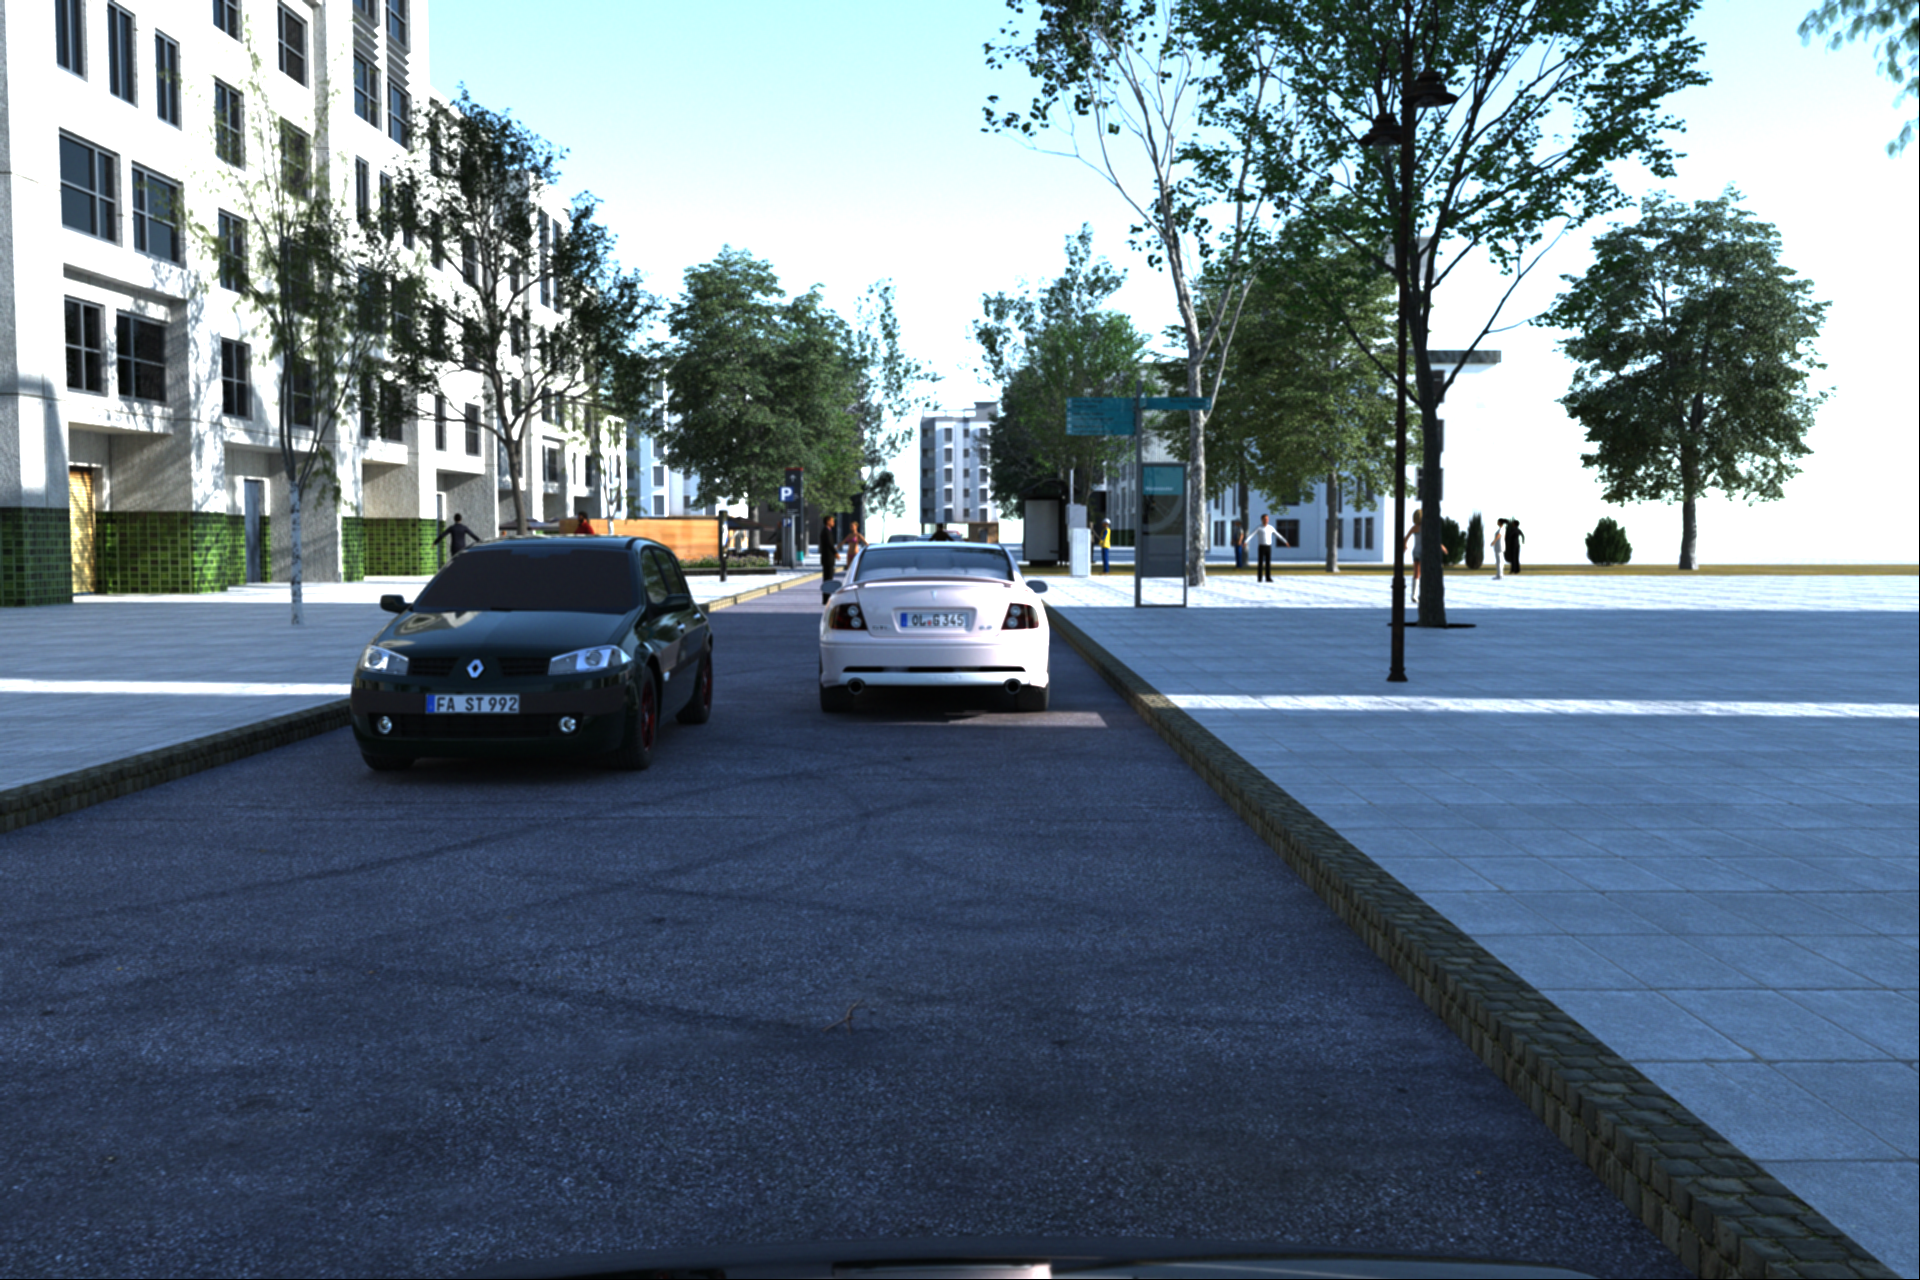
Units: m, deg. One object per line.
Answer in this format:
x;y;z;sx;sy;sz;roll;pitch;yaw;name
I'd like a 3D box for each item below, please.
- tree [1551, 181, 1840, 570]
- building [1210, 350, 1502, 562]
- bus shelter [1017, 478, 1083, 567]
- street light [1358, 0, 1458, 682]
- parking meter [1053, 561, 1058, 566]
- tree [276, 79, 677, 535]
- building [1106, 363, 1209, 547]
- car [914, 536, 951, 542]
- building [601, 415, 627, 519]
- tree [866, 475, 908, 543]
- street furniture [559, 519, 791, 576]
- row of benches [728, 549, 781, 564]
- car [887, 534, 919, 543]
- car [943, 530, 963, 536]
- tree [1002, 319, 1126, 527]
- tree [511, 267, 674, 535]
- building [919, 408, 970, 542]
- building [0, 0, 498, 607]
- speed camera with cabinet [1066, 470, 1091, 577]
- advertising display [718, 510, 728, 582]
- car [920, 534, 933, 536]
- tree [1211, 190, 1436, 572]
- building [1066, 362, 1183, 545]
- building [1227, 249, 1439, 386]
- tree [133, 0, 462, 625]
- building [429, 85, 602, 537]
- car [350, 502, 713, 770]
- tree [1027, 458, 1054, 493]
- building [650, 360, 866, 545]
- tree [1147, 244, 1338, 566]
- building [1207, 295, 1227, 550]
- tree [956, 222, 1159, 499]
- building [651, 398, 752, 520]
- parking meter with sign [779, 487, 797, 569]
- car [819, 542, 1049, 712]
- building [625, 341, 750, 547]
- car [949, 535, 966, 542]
26.236;-9.515;62.223;9.857;13.997;8.962;0;3;0;tree
19.984;-9.226;92.995;9.099;9.664;28.070;0;4;0;building
3.357;-4.389;65.688;2.014;3.302;5.546;0;4;-2;bus shelter
3.815;-2.578;14.935;0.468;5.910;1.993;0;4;0;street light
3.807;-3.957;70.402;0.399;1.863;0.255;0;4;-2;parking meter
-9.315;-6.208;35.913;7.601;10.594;8.767;2;4;26;tree
25.679;-19.636;187.503;16.747;18.905;31.486;0;4;0;building
-0.978;-3.111;63.228;2.083;1.381;4.827;0;4;-1;car
-27.161;-10.763;118.129;9.099;9.664;28.070;0;4;1;building
-10.880;-19.343;250.673;7.601;10.594;8.767;0;4;6;tree
-9.177;-2.925;54.675;11.010;1.723;9.812;-3;5;-41;street furniture
-8.595;-3.539;73.320;4.104;0.672;1.422;1;4;11;row of benches
-2.242;-3.656;70.006;2.015;1.641;3.980;0;4;0;car
-0.878;-8.979;155.482;2.281;1.827;5.304;0;4;-1;car
4.140;-6.630;58.756;4.360;8.622;3.978;0;3;0;tree
-9.157;-5.857;46.132;4.360;8.622;3.978;0;3;0;tree
-5.616;-23.990;251.108;11.380;20.090;16.016;0;4;8;building
-24.790;-10.949;45.482;16.747;18.905;31.486;0;4;0;building
3.608;-3.564;52.601;0.660;3.252;2.038;0;4;0;speed camera with cabinet
-6.391;-2.540;46.743;0.123;1.923;0.974;0;4;1;advertising display
-2.136;-6.594;119.613;2.131;1.459;4.920;0;4;0;car
12.135;-8.561;58.096;7.486;12.596;7.792;0;3;0;tree
25.227;-23.106;221.758;27.936;21.610;32.646;0;4;0;building
23.989;-16.239;121.931;16.016;20.090;11.380;0;4;0;building
-9.652;-4.524;24.327;4.360;8.622;3.978;0;3;0;tree
-29.183;-13.326;84.332;16.747;18.905;31.486;0;4;0;building
-2.748;-0.120;11.751;2.009;1.686;4.222;0;4;0;car
6.155;-11.222;133.846;4.360;8.622;3.978;0;3;0;tree
-26.608;-22.891;218.236;27.936;21.610;32.646;0;4;0;building
10.897;-9.204;68.618;7.486;12.596;7.792;0;3;0;tree
24.964;-17.222;137.995;16.016;20.090;11.380;0;4;0;building
6.095;-15.393;107.562;12.611;20.169;13.585;0;3;0;tree
-28.959;-20.263;187.720;16.016;20.090;11.380;0;4;0;building
-6.370;-4.170;64.441;0.543;3.016;1.738;0;3;0;parking meter with sign
-0.229;-0.182;15.330;2.083;1.381;4.827;0;4;-1;car
-27.163;-19.193;170.225;16.016;20.090;11.380;0;4;0;building
-0.574;-7.443;134.062;2.083;1.381;4.827;0;4;-1;car
